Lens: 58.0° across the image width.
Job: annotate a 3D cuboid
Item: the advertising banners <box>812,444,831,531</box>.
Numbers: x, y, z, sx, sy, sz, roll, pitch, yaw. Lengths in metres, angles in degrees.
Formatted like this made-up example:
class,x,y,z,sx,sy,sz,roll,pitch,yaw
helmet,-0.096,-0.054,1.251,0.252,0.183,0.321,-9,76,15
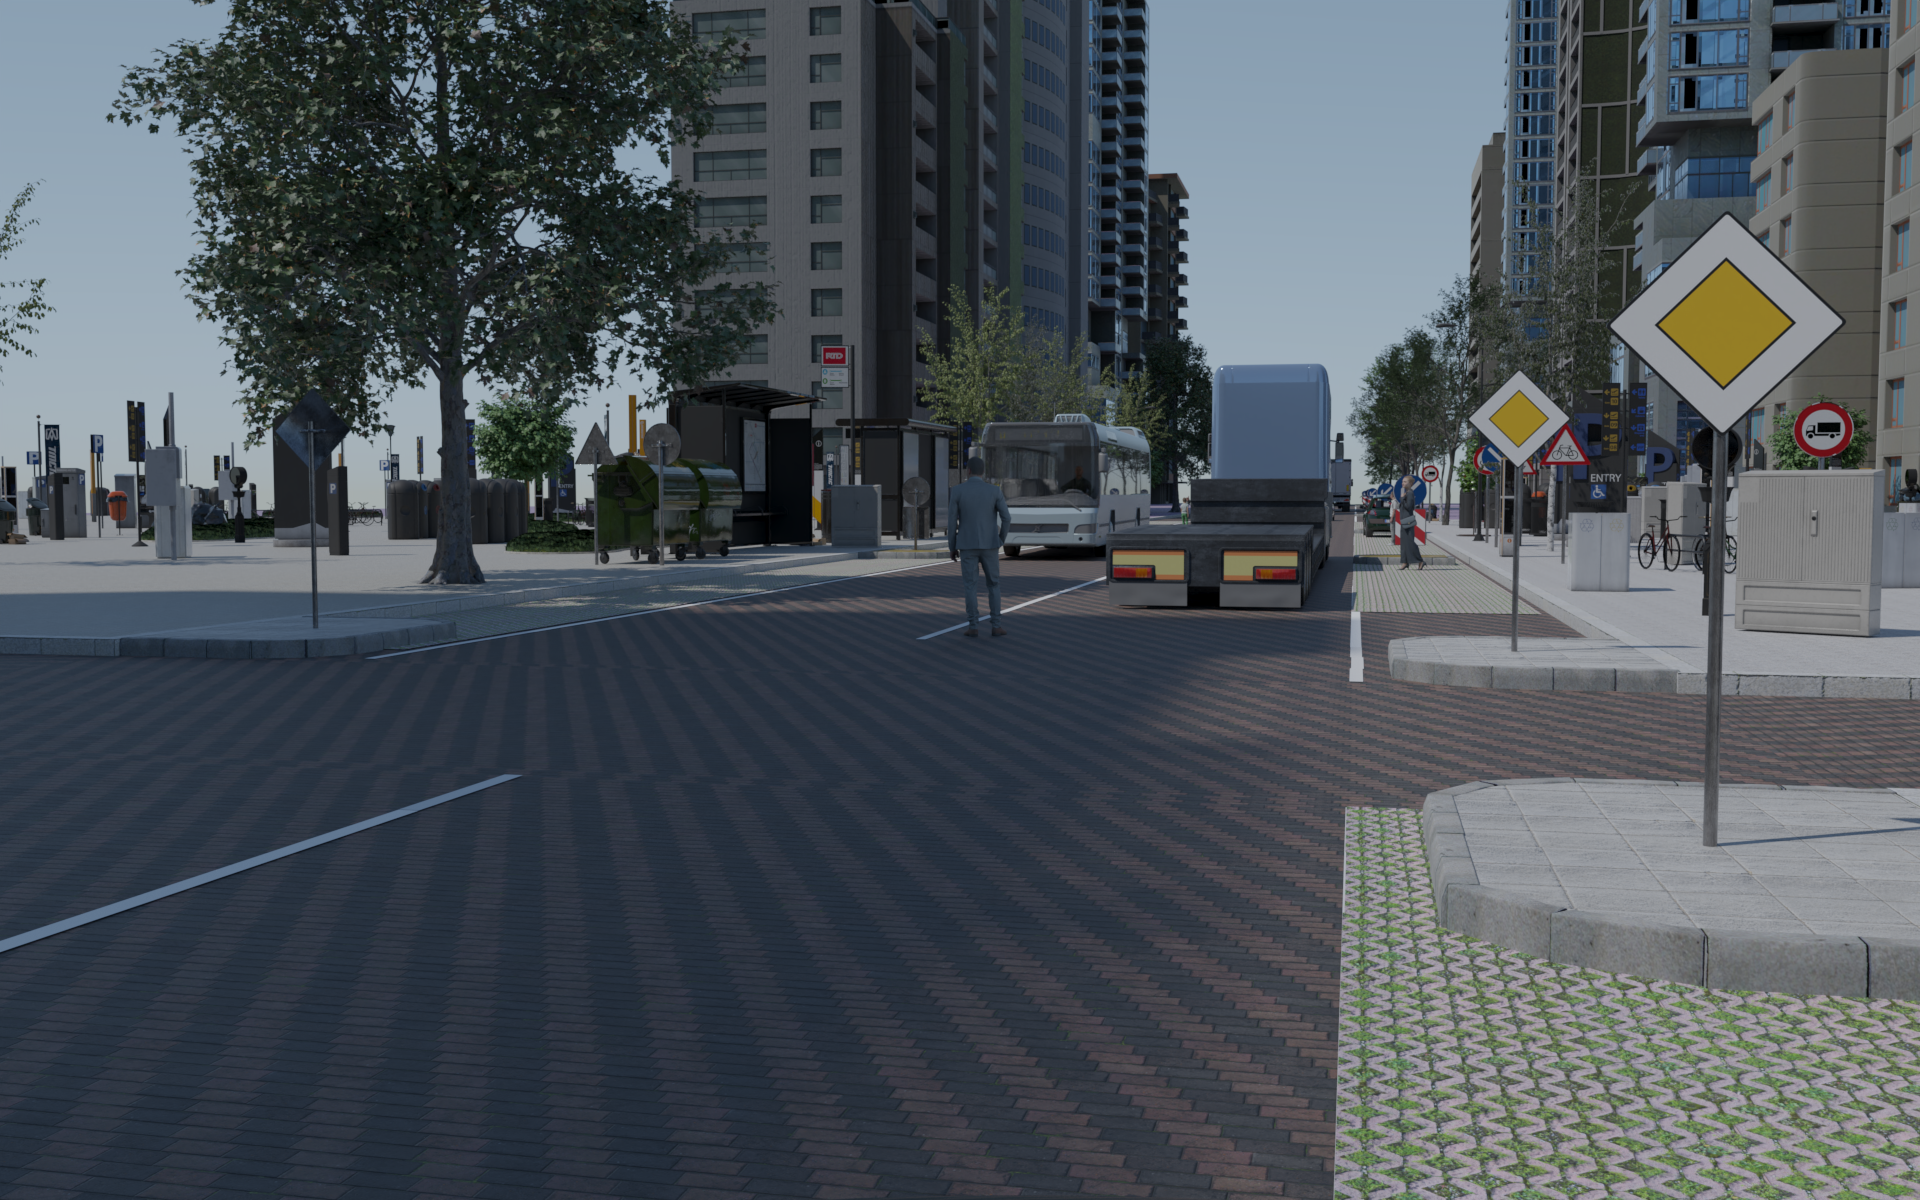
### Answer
class,x,y,z,sx,sy,sz,roll,pitch,yaw
advertising banners,-4.516,-3.868,59.437,2.074,3.025,0.090,1,4,15

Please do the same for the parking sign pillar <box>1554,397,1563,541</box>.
class,x,y,z,sx,sy,sz,roll,pitch,yaw
parking sign pillar,17.076,-3.633,47.874,1.447,3.967,1.447,2,4,30

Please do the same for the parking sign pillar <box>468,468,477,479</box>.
class,x,y,z,sx,sy,sz,roll,pitch,yaw
parking sign pillar,-25.074,-6.052,87.419,1.447,3.967,1.447,0,4,-7

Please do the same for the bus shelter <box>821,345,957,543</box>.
class,x,y,z,sx,sy,sz,roll,pitch,yaw
bus shelter,-2.109,-4.377,49.200,2.179,5.291,8.768,1,4,13

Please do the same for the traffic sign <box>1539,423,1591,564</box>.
class,x,y,z,sx,sy,sz,roll,pitch,yaw
traffic sign,11.075,-1.941,31.738,0.884,2.594,0.081,1,4,21

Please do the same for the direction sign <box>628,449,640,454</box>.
class,x,y,z,sx,sy,sz,roll,pitch,yaw
direction sign,-16.209,-5.795,86.752,0.876,3.537,0.379,-3,4,-38

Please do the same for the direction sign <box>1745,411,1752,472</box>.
class,x,y,z,sx,sy,sz,roll,pitch,yaw
direction sign,17.419,-2.833,38.321,0.379,3.537,0.876,1,4,18

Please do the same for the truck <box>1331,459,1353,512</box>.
class,x,y,z,sx,sy,sz,roll,pitch,yaw
truck,31.137,-9.453,143.466,2.839,4.237,11.283,1,4,12

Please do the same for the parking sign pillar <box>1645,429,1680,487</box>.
class,x,y,z,sx,sy,sz,roll,pitch,yaw
parking sign pillar,29.027,-5.084,71.596,1.447,3.967,1.447,3,5,42

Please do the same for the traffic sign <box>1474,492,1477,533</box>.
class,x,y,z,sx,sy,sz,roll,pitch,yaw
traffic sign,17.022,-3.494,57.123,0.884,2.594,0.081,1,4,18

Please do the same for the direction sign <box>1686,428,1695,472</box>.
class,x,y,z,sx,sy,sz,roll,pitch,yaw
direction sign,25.137,-4.138,59.660,0.379,3.537,0.876,0,4,7

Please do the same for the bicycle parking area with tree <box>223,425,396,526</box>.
class,x,y,z,sx,sy,sz,roll,pitch,yaw
bicycle parking area with tree,-25.909,-5.267,73.112,9.016,4.147,8.231,-3,5,-45

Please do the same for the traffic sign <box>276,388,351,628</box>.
class,x,y,z,sx,sy,sz,roll,pitch,yaw
traffic sign,-6.156,-0.786,16.487,0.795,2.450,0.064,1,4,13

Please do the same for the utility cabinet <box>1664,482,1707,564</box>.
class,x,y,z,sx,sy,sz,roll,pitch,yaw
utility cabinet,13.241,-1.399,31.551,0.318,1.500,1.173,3,5,42

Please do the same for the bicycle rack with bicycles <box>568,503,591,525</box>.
class,x,y,z,sx,sy,sz,roll,pitch,yaw
bicycle rack with bicycles,-15.142,-3.559,71.572,2.852,0.926,2.925,1,4,22

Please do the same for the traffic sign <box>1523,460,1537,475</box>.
class,x,y,z,sx,sy,sz,roll,pitch,yaw
traffic sign,15.293,-2.896,47.358,0.884,2.594,0.081,1,4,13

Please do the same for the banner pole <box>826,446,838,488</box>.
class,x,y,z,sx,sy,sz,roll,pitch,yaw
banner pole,-6.594,-6.107,89.862,0.863,3.779,0.401,2,4,29

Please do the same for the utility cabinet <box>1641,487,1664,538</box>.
class,x,y,z,sx,sy,sz,roll,pitch,yaw
utility cabinet,20.474,-2.552,50.397,1.173,1.500,0.318,0,4,5

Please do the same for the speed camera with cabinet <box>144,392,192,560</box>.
class,x,y,z,sx,sy,sz,roll,pitch,yaw
speed camera with cabinet,-15.691,-2.445,34.310,0.660,3.252,2.038,-1,4,-17

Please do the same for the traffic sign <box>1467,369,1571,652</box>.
class,x,y,z,sx,sy,sz,roll,pitch,yaw
traffic sign,4.510,-0.636,14.039,0.795,2.450,0.064,1,4,13

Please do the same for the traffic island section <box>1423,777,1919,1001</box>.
class,x,y,z,sx,sy,sz,roll,pitch,yaw
traffic island section,2.757,0.976,6.326,2.009,0.180,2.903,1,4,13

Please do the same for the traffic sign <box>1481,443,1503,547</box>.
class,x,y,z,sx,sy,sz,roll,pitch,yaw
traffic sign,12.902,-2.538,41.600,0.768,2.556,0.104,1,4,20

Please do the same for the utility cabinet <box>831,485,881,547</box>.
class,x,y,z,sx,sy,sz,roll,pitch,yaw
utility cabinet,-2.502,-2.021,41.729,1.173,1.500,0.318,1,4,15

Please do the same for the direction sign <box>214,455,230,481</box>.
class,x,y,z,sx,sy,sz,roll,pitch,yaw
direction sign,-43.028,-6.670,101.043,0.876,3.537,0.379,-1,4,-20

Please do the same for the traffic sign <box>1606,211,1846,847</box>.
class,x,y,z,sx,sy,sz,roll,pitch,yaw
traffic sign,2.733,-0.160,6.254,0.795,2.450,0.064,1,4,13

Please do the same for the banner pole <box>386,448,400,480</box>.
class,x,y,z,sx,sy,sz,roll,pitch,yaw
banner pole,-31.090,-6.414,94.893,0.863,3.779,0.401,0,4,-3

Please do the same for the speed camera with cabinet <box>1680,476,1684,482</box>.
class,x,y,z,sx,sy,sz,roll,pitch,yaw
speed camera with cabinet,29.483,-4.565,68.969,0.660,3.252,2.038,-2,4,-25

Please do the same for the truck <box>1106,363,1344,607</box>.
class,x,y,z,sx,sy,sz,roll,pitch,yaw
truck,5.107,-2.478,30.278,2.967,4.110,18.799,1,4,13

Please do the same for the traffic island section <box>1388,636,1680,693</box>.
class,x,y,z,sx,sy,sz,roll,pitch,yaw
traffic island section,4.535,0.500,14.111,2.009,0.180,2.903,1,4,13

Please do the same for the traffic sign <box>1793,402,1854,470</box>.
class,x,y,z,sx,sy,sz,roll,pitch,yaw
traffic sign,11.935,-1.463,24.019,0.768,2.556,0.104,1,4,13

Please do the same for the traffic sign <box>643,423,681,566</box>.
class,x,y,z,sx,sy,sz,roll,pitch,yaw
traffic sign,-5.348,-1.890,31.001,0.768,2.556,0.104,1,4,21

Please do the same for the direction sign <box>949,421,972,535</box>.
class,x,y,z,sx,sy,sz,roll,pitch,yaw
direction sign,0.012,-3.793,54.016,0.876,3.537,0.379,-3,4,-36

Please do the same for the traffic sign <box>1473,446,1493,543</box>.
class,x,y,z,sx,sy,sz,roll,pitch,yaw
traffic sign,13.800,-2.763,45.280,0.768,2.556,0.104,1,4,19

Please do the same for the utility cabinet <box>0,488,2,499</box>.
class,x,y,z,sx,sy,sz,roll,pitch,yaw
utility cabinet,-34.887,-3.307,62.750,0.318,1.500,1.173,3,5,43

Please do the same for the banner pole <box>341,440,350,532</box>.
class,x,y,z,sx,sy,sz,roll,pitch,yaw
banner pole,-21.024,-4.224,59.074,0.401,3.779,0.863,-1,4,-12

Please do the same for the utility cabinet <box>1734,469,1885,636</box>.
class,x,y,z,sx,sy,sz,roll,pitch,yaw
utility cabinet,7.767,-0.440,15.869,0.318,1.500,1.173,-3,5,-44

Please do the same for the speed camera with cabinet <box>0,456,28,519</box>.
class,x,y,z,sx,sy,sz,roll,pitch,yaw
speed camera with cabinet,-49.117,-5.874,90.381,2.038,3.252,0.660,0,4,-5

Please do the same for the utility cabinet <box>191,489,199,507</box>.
class,x,y,z,sx,sy,sz,roll,pitch,yaw
utility cabinet,-36.776,-4.516,82.522,1.173,1.500,0.318,2,4,28

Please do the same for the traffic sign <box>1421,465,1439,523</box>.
class,x,y,z,sx,sy,sz,roll,pitch,yaw
traffic sign,20.661,-4.651,76.148,0.768,2.556,0.104,1,4,15

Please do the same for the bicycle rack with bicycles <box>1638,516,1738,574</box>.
class,x,y,z,sx,sy,sz,roll,pitch,yaw
bicycle rack with bicycles,12.668,-0.913,28.305,2.852,0.926,2.925,0,4,4

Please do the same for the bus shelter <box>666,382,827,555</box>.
class,x,y,z,sx,sy,sz,roll,pitch,yaw
bus shelter,-4.773,-2.958,39.644,1.731,3.624,6.357,1,4,13

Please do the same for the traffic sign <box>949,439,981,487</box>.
class,x,y,z,sx,sy,sz,roll,pitch,yaw
traffic sign,0.576,-4.292,64.039,2.265,3.308,0.079,1,4,17

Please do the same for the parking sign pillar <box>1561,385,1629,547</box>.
class,x,y,z,sx,sy,sz,roll,pitch,yaw
parking sign pillar,15.415,-3.260,41.771,1.447,3.967,1.447,1,4,22

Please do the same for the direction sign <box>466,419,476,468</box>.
class,x,y,z,sx,sy,sz,roll,pitch,yaw
direction sign,-15.055,-3.687,52.274,0.876,3.537,0.379,0,4,-5

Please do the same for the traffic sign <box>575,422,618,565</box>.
class,x,y,z,sx,sy,sz,roll,pitch,yaw
traffic sign,-6.578,-1.914,31.293,0.884,2.594,0.081,1,4,19

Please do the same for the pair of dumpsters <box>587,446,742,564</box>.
class,x,y,z,sx,sy,sz,roll,pitch,yaw
pair of dumpsters,-5.677,-1.901,33.577,1.574,2.255,4.437,1,4,13

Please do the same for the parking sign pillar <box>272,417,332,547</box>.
class,x,y,z,sx,sy,sz,roll,pitch,yaw
parking sign pillar,-16.005,-3.285,42.179,1.447,3.967,1.447,-1,4,-10

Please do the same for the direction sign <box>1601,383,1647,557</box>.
class,x,y,z,sx,sy,sz,roll,pitch,yaw
direction sign,13.498,-2.646,35.259,0.876,3.537,0.379,0,4,4

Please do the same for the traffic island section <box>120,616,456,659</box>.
class,x,y,z,sx,sy,sz,roll,pitch,yaw
traffic island section,-6.180,0.350,16.554,2.009,0.180,2.903,1,4,13

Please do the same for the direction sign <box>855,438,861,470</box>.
class,x,y,z,sx,sy,sz,roll,pitch,yaw
direction sign,-3.137,-3.933,56.309,0.876,3.537,0.379,2,4,26

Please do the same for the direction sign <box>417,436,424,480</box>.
class,x,y,z,sx,sy,sz,roll,pitch,yaw
direction sign,-21.108,-4.635,67.774,0.379,3.537,0.876,-2,4,-31

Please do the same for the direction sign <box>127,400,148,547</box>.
class,x,y,z,sx,sy,sz,roll,pitch,yaw
direction sign,-20.061,-3.074,42.262,0.379,3.537,0.876,0,4,0

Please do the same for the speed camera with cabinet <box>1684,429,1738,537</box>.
class,x,y,z,sx,sy,sz,roll,pitch,yaw
speed camera with cabinet,23.238,-3.567,52.651,2.038,3.252,0.660,2,4,32

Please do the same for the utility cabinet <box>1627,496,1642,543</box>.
class,x,y,z,sx,sy,sz,roll,pitch,yaw
utility cabinet,17.440,-2.116,45.766,1.020,1.237,0.306,1,4,12

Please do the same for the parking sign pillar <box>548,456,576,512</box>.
class,x,y,z,sx,sy,sz,roll,pitch,yaw
parking sign pillar,-19.485,-5.889,84.764,1.447,3.967,1.447,-2,4,-27

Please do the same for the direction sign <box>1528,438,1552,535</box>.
class,x,y,z,sx,sy,sz,roll,pitch,yaw
direction sign,18.030,-3.804,54.188,0.876,3.537,0.379,1,4,13

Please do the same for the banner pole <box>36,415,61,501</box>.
class,x,y,z,sx,sy,sz,roll,pitch,yaw
banner pole,-28.806,-3.956,54.700,0.863,3.779,0.401,0,4,-5
